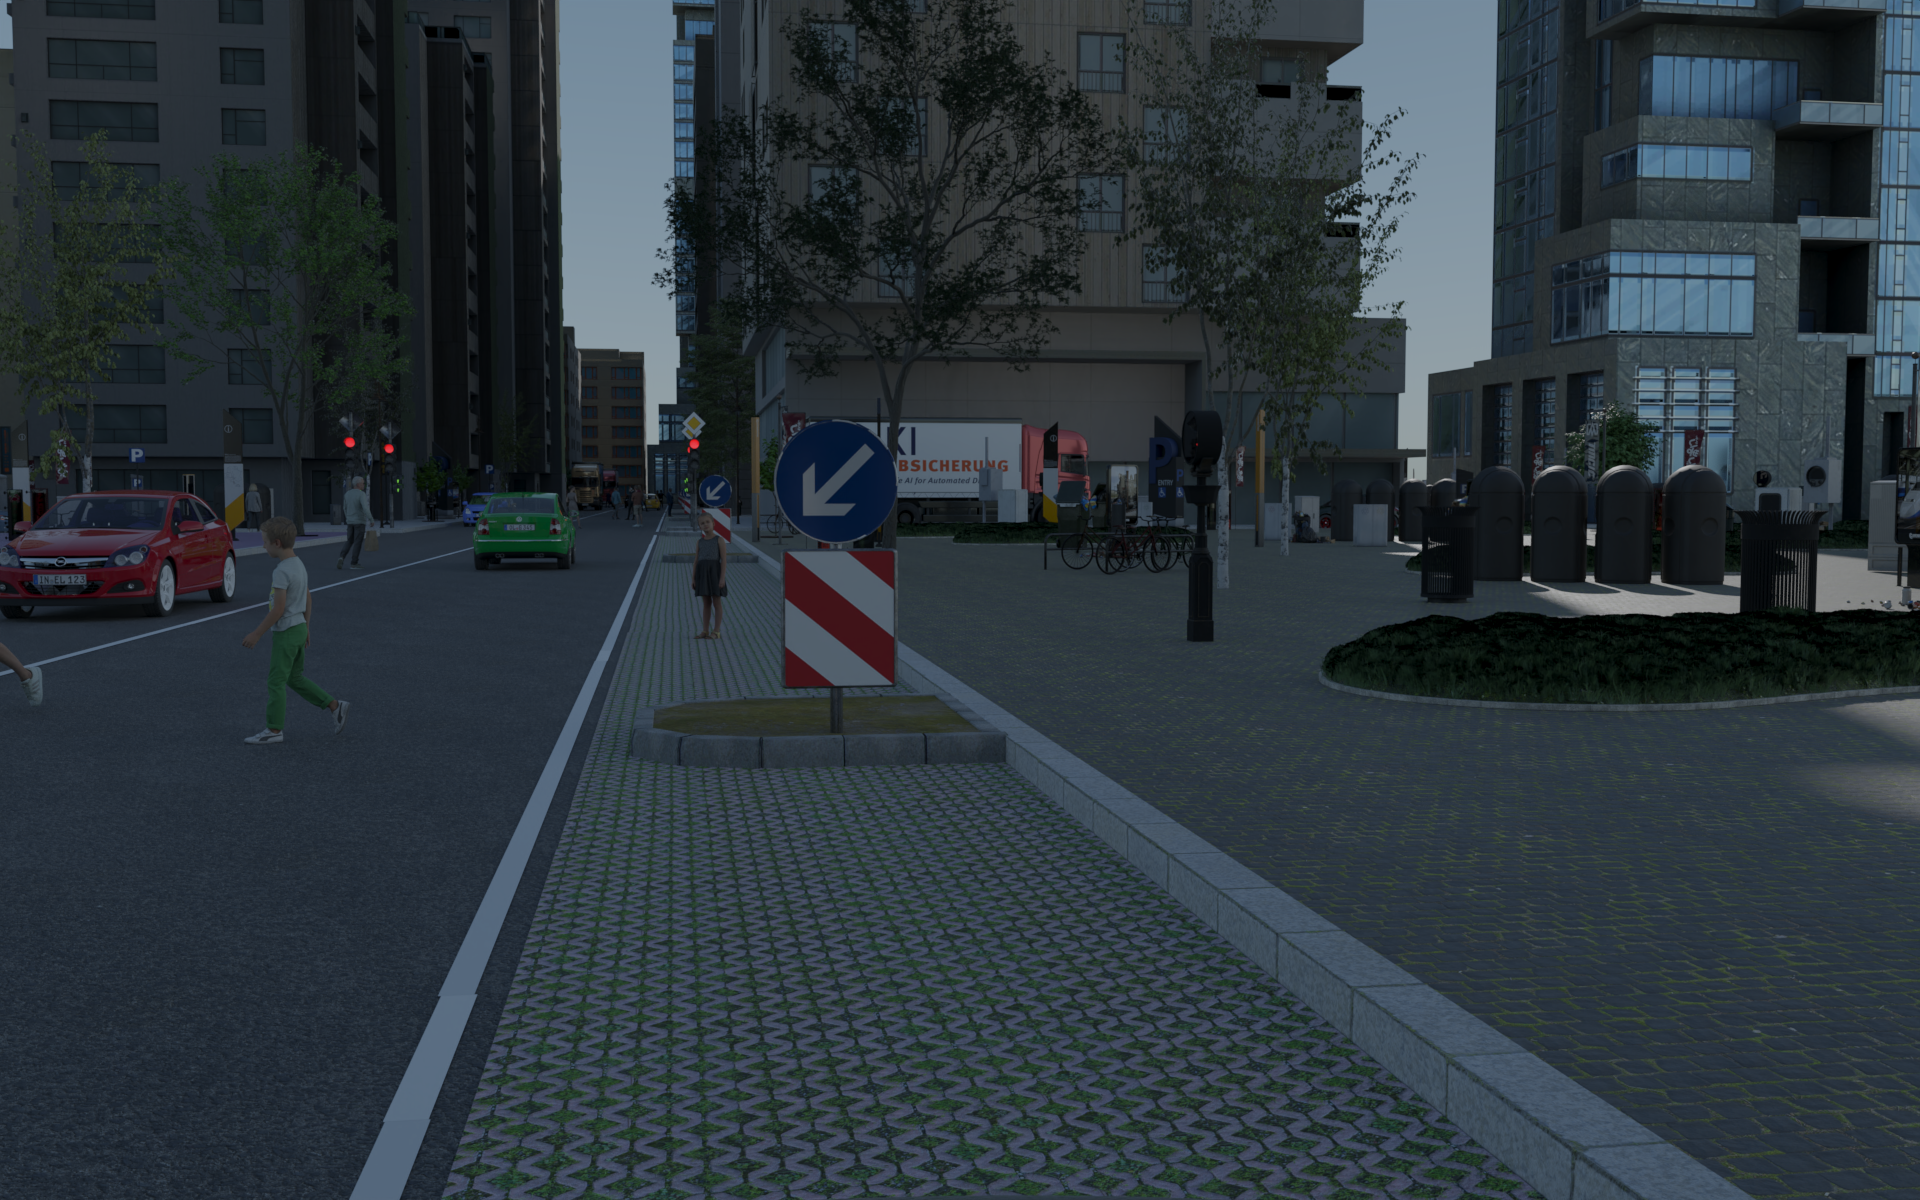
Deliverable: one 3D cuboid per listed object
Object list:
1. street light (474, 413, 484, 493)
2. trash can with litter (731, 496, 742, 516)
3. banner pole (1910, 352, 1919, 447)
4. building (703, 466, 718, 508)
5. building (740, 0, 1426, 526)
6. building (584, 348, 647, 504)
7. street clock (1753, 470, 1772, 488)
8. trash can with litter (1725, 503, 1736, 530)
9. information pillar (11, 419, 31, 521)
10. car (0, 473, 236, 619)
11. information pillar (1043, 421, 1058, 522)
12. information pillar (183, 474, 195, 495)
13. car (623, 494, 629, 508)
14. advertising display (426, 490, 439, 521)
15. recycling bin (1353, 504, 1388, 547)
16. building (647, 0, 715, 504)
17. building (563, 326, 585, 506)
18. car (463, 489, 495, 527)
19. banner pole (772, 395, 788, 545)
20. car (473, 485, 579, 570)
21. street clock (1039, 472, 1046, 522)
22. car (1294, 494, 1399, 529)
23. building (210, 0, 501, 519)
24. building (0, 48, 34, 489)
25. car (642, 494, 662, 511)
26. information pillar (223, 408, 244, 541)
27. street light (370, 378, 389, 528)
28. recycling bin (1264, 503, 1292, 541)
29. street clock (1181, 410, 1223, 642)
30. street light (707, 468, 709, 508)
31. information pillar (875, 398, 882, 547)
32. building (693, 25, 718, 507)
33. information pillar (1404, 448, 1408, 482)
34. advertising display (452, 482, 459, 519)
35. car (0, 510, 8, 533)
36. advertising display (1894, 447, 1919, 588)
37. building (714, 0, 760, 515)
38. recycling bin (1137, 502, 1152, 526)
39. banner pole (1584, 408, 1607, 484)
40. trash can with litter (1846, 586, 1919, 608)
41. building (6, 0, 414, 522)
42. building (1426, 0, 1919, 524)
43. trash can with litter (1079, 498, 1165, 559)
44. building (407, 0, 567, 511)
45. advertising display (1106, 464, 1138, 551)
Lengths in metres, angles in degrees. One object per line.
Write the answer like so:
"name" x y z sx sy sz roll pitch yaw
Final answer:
"street light" -27.609 -7.749 99.490 0.468 5.910 1.993 -1 4 -9
"trash can with litter" -13.388 -5.556 102.224 1.055 1.170 0.624 1 4 13
"banner pole" 17.003 -2.492 30.765 0.863 3.779 0.401 -3 5 -41
"building" -12.951 -43.923 156.385 20.563 71.187 20.611 -1 4 -9
"building" 3.357 -30.031 80.241 27.495 52.752 28.713 -1 4 -9
"building" -57.198 -23.775 233.760 28.899 21.520 27.650 -1 4 -9
"street clock" 24.574 -2.967 53.086 0.358 2.002 0.471 -3 5 -42
"trash can with litter" 21.328 -2.223 47.738 1.055 1.170 0.624 2 4 31
"information pillar" -29.471 -3.855 54.392 0.504 3.616 0.183 0 4 -4
"car" -10.331 -0.755 21.379 2.155 1.783 4.494 -1 4 -9
"information pillar" 2.922 -3.927 55.565 0.504 3.616 0.183 0 4 2
"information pillar" -28.872 -3.694 64.882 0.304 2.012 0.304 3 4 38
"car" -33.510 -10.254 177.438 2.009 1.686 4.222 -1 4 -11
"advertising display" -25.013 -4.702 82.095 0.974 1.923 0.123 3 5 45
"recycling bin" 10.048 -1.827 42.418 0.722 1.027 0.722 0 4 4
"building" -27.005 -56.424 235.198 31.000 86.520 22.319 -1 4 -9
"building" -58.793 -21.599 198.190 28.899 21.520 27.650 -1 4 -9
"car" -21.071 -4.125 77.038 1.945 1.707 3.694 -1 4 -8
"banner pole" -4.446 -3.270 43.481 0.401 3.779 0.863 -2 4 -26
"car" -8.550 -1.554 34.207 1.959 1.807 4.718 -1 4 -10
"street clock" 2.778 -3.246 57.639 0.358 2.002 0.471 1 4 12
"car" 15.137 -3.529 67.486 4.222 1.686 2.009 -1 4 -8
"building" -36.524 -20.515 107.120 14.160 30.474 14.107 -1 4 -9
"building" -105.551 -34.818 192.979 21.600 48.544 21.300 -1 4 -9
"car" -27.001 -8.598 150.798 2.015 1.641 3.980 0 4 -8
"information pillar" -19.881 -3.426 47.373 0.504 3.616 0.183 0 4 -8
"street light" -21.872 -5.661 65.345 0.468 5.910 1.993 -1 4 -9
"recycling bin" 8.815 -2.175 48.117 0.722 1.027 0.722 0 4 6
"street clock" 2.098 -0.642 15.064 0.358 2.002 0.471 -1 4 -10
"street light" -20.560 -10.297 141.141 0.468 5.910 1.993 -1 4 -9
"information pillar" -1.960 -3.093 41.931 0.183 3.616 0.504 0 4 -3
"building" -16.408 -33.912 178.162 21.300 48.544 21.600 -1 4 -9
"information pillar" 22.484 -5.905 87.900 0.504 3.616 0.183 3 4 37
"advertising display" -26.723 -5.227 90.682 0.974 1.923 0.123 -1 4 -14
"car" -34.253 -2.849 58.589 4.499 1.417 2.014 -1 4 -11
"advertising display" 13.105 -1.126 23.617 0.123 1.923 0.974 0 4 -5
"building" -6.411 -35.369 120.282 21.231 58.520 28.212 -1 4 -9
"recycling bin" 5.602 -2.548 54.213 0.722 1.027 0.722 0 4 -5
"banner pole" 18.677 -3.720 50.835 0.401 3.779 0.863 -3 4 -39
"trash can with litter" 10.786 -0.501 19.245 1.678 1.210 2.233 2 4 28
"building" -33.560 -18.840 79.737 14.160 30.474 14.107 -1 4 -9
"building" 40.538 -47.094 82.666 31.000 86.520 22.319 -1 4 -9
"trash can with litter" 3.177 -1.481 35.277 1.678 1.210 2.233 -1 4 -18
"building" -37.505 -27.325 130.353 14.154 41.232 14.086 -1 4 -9
"advertising display" 3.545 -1.997 37.871 0.123 1.923 0.974 3 5 44
